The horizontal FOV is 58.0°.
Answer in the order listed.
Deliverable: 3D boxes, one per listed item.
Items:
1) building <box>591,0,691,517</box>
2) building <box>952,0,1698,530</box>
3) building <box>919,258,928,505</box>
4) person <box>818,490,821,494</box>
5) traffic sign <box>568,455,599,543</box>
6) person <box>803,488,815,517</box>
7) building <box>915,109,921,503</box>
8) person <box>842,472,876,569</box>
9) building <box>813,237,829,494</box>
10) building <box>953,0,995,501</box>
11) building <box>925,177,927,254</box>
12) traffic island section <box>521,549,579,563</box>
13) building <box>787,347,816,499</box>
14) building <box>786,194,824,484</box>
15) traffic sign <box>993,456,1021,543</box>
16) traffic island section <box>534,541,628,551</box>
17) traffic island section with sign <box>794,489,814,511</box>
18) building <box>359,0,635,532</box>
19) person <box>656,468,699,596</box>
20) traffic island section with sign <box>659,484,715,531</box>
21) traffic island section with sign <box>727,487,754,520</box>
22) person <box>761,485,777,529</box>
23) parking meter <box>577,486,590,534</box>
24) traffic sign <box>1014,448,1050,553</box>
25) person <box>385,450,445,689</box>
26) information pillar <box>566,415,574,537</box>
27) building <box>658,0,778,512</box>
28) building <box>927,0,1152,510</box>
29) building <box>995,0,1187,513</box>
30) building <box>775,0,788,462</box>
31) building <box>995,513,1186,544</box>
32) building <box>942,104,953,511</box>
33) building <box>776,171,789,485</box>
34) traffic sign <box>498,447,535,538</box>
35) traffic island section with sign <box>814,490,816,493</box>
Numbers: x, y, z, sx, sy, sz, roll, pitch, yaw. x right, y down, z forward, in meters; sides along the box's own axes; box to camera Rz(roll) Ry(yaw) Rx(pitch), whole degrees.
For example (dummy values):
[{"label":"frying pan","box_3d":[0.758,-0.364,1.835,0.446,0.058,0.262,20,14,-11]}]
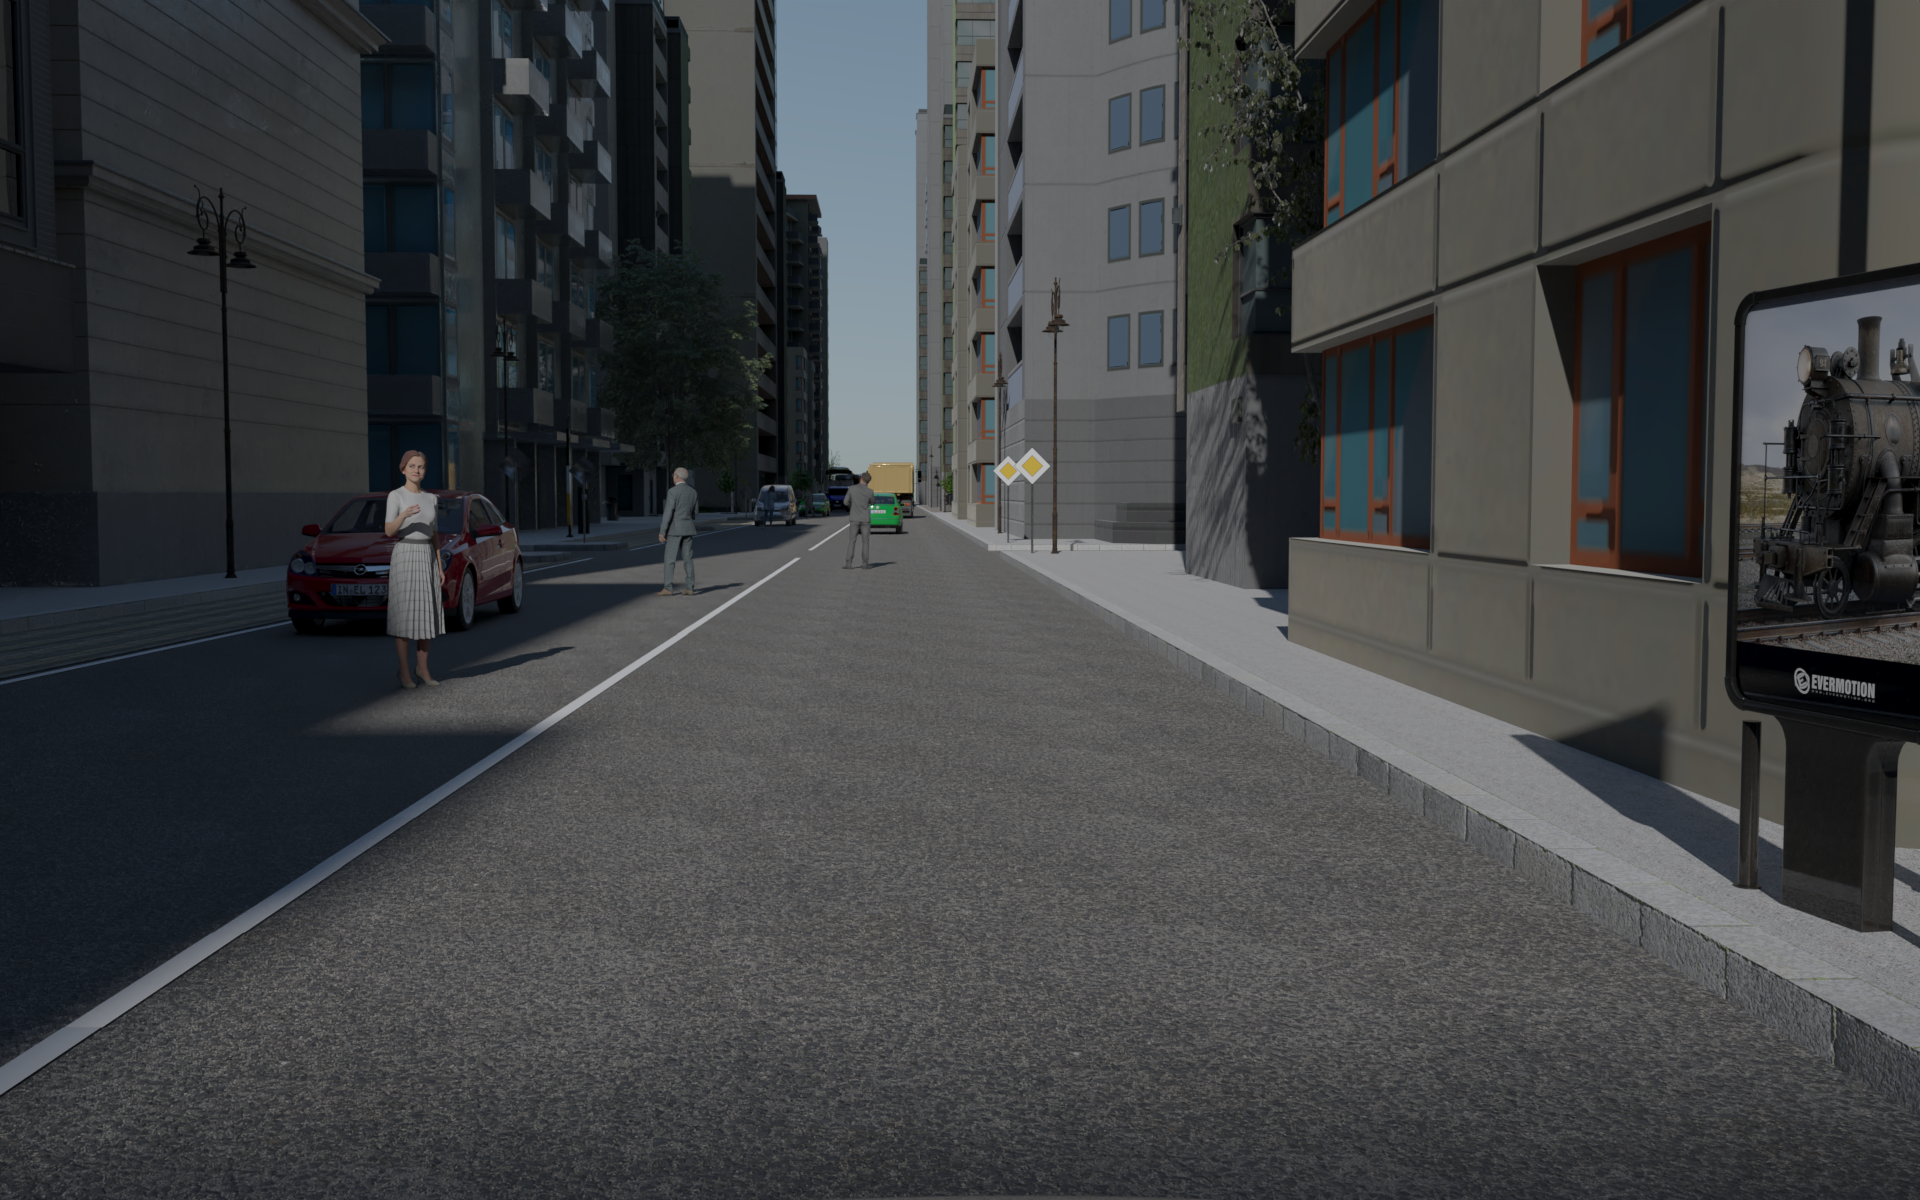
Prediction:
[{"label":"building","box_3d":[-23.270,-20.062,99.715,14.160,30.474,14.107,0,4,-2]},{"label":"building","box_3d":[13.902,-14.433,81.023,27.650,21.520,28.899,0,4,-2]},{"label":"building","box_3d":[1.928,-26.993,213.041,14.160,30.474,14.107,0,4,-2]},{"label":"person","box_3d":[-15.036,-10.800,185.085,0.705,1.823,1.348,0,4,3]},{"label":"traffic sign","box_3d":[-9.776,-2.532,45.041,0.795,2.450,0.064,0,4,-2]},{"label":"person","box_3d":[-9.263,-5.975,106.291,0.767,1.812,0.694,3,4,36]},{"label":"building","box_3d":[3.776,-44.247,265.444,21.231,58.520,28.212,0,4,-2]},{"label":"person","box_3d":[-1.941,-1.520,33.154,0.655,1.846,0.447,0,4,-3]},{"label":"building","box_3d":[-27.595,-35.742,267.982,14.154,41.232,14.086,0,4,-2]},{"label":"building","box_3d":[6.496,-26.283,113.316,14.154,41.232,14.086,0,4,-2]},{"label":"building","box_3d":[6.449,-37.686,235.769,23.786,49.044,30.456,0,4,-2]},{"label":"traffic island section","box_3d":[-9.502,-0.908,37.122,2.009,0.180,2.903,0,4,-2]},{"label":"building","box_3d":[-32.707,-22.791,217.672,27.650,21.520,28.899,0,4,-2]},{"label":"building","box_3d":[-30.834,-36.163,245.881,22.147,44.769,28.867,0,4,-2]},{"label":"traffic sign","box_3d":[1.262,-2.556,45.429,0.795,2.450,0.064,0,4,-2]},{"label":"traffic island section","box_3d":[-9.799,-1.396,45.101,2.009,0.180,2.903,0,4,-2]},{"label":"traffic island section with sign","box_3d":[-13.517,-8.347,145.093,1.989,1.847,2.006,0,4,-2]},{"label":"building","box_3d":[-25.130,-27.063,62.092,23.786,49.044,30.456,0,4,-2]},{"label":"person","box_3d":[-4.019,-0.967,24.490,0.590,1.801,0.661,3,4,38]},{"label":"traffic island section with sign","box_3d":[-10.650,-3.615,67.732,1.989,1.847,2.006,0,4,-2]},{"label":"traffic island section with sign","box_3d":[-11.649,-5.262,94.669,1.989,1.847,2.006,0,4,-2]},{"label":"person","box_3d":[-7.931,-3.849,71.701,0.793,1.790,0.793,-2,4,-24]},{"label":"parking meter","box_3d":[-12.144,-2.903,55.871,0.372,1.533,0.369,0,3,0]},{"label":"traffic sign","box_3d":[1.558,-2.068,37.449,0.795,2.450,0.064,0,4,-2]},{"label":"person","box_3d":[-3.999,-0.229,12.814,0.524,1.755,0.480,3,4,37]},{"label":"information pillar","box_3d":[-11.561,-3.660,51.193,0.183,3.616,0.504,0,4,-7]},{"label":"building","box_3d":[-25.180,-30.950,129.742,21.300,48.544,21.600,0,4,-2]},{"label":"building","box_3d":[7.065,-39.097,181.240,21.231,58.520,28.212,0,4,-2]},{"label":"building","box_3d":[8.728,-37.333,152.397,21.231,58.520,28.212,0,4,-2]},{"label":"building","box_3d":[-27.929,-52.391,169.258,22.319,86.520,31.000,0,4,-2]},{"label":"building","box_3d":[15.655,-31.222,52.487,28.212,58.520,21.231,0,4,-2]},{"label":"building","box_3d":[5.571,-22.037,132.002,14.160,30.474,14.107,0,4,-2]},{"label":"building","box_3d":[-22.234,-23.030,148.235,14.160,30.474,14.107,0,4,-2]},{"label":"traffic sign","box_3d":[-9.479,-2.044,37.061,0.795,2.450,0.064,0,4,-2]},{"label":"traffic island section with sign","box_3d":[-14.521,-9.994,172.030,1.989,1.847,2.006,0,4,-2]}]
